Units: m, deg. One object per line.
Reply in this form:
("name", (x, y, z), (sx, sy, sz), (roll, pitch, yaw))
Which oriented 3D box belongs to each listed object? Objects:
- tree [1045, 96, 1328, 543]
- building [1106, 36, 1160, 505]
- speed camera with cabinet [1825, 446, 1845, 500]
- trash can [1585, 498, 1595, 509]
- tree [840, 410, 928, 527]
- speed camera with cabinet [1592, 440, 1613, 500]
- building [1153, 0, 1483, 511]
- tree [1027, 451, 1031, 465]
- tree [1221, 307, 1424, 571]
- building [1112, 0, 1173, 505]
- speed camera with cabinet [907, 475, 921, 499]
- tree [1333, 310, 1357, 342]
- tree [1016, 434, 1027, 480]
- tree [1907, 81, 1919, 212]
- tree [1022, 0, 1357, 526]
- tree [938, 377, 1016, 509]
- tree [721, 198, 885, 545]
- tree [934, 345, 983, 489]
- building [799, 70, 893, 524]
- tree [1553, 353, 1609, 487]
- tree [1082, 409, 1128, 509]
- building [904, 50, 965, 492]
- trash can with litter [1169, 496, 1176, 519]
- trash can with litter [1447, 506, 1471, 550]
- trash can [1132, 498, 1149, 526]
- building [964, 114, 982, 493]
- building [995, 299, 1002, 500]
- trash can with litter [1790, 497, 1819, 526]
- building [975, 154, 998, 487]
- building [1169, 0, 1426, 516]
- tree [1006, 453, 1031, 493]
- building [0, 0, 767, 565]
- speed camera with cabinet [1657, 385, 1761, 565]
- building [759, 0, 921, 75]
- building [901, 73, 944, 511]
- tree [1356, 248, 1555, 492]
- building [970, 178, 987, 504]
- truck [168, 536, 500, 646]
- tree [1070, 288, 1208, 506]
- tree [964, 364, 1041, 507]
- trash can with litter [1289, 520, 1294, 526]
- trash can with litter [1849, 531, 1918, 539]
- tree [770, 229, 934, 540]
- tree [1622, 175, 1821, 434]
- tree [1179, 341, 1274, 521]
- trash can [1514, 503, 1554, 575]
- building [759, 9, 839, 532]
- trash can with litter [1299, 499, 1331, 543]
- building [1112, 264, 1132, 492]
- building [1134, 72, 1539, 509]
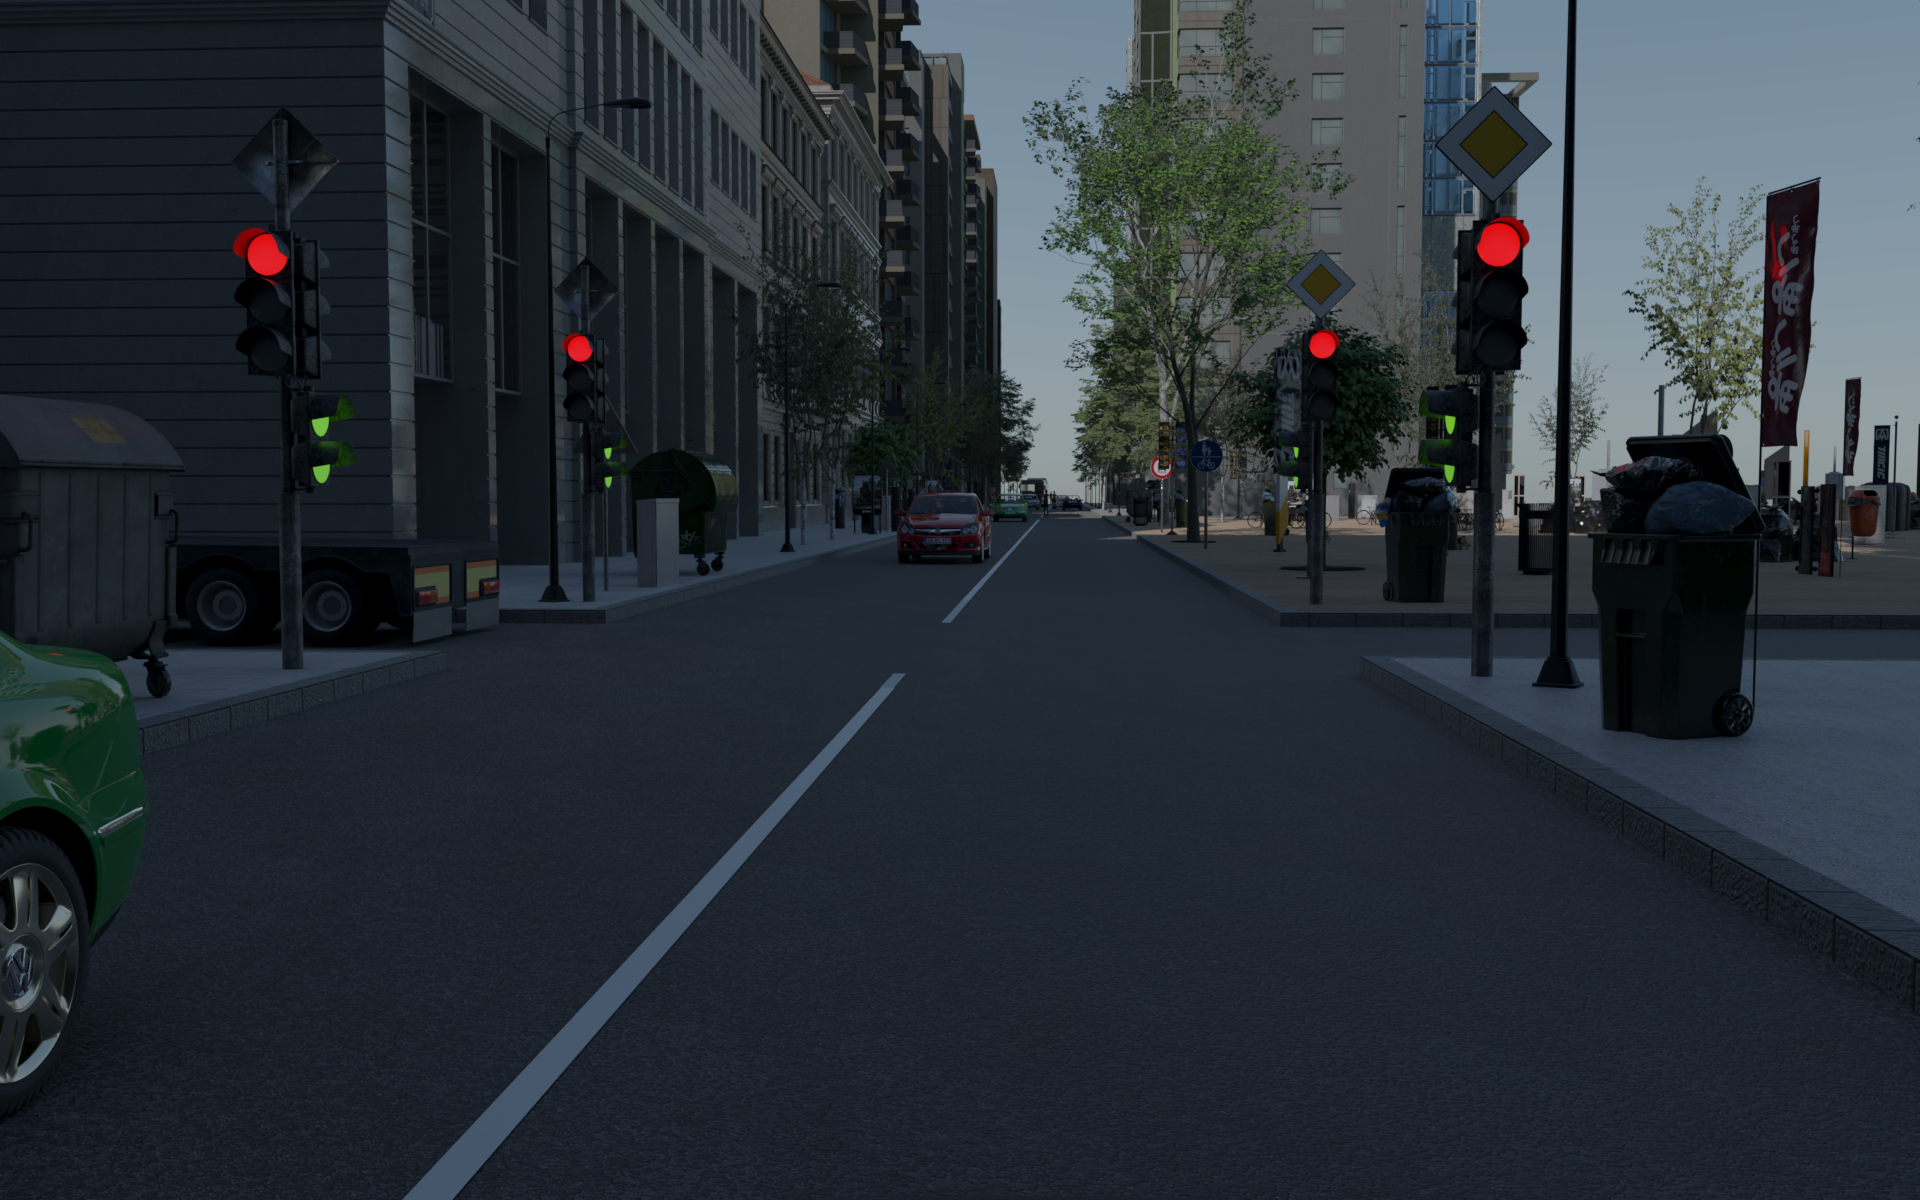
("tree", (6.079, -7.326, 45.534), (9.928, 11.665, 9.643), (0, 3, 0))
("building", (31.560, -56.498, 236.414), (22.319, 86.520, 31.000), (0, 4, 3))
("speed camera with cabinet", (36.865, -4.718, 71.468), (2.038, 3.252, 0.660), (3, 4, 37))
("trash can", (25.538, -3.603, 70.558), (0.748, 1.137, 0.748), (0, 3, 0))
("tree", (-2.969, -5.115, 67.340), (4.285, 4.588, 4.351), (0, 3, 0))
("speed camera with cabinet", (24.053, -4.261, 64.003), (0.660, 3.252, 2.038), (3, 5, 44))
("building", (25.699, -49.750, 126.081), (22.319, 86.520, 31.000), (0, 4, 3))
("tree", (6.294, -15.735, 207.633), (4.360, 8.622, 3.978), (0, 3, 0))
("tree", (6.249, -2.789, 29.320), (4.285, 4.588, 4.351), (0, 3, 0))
("building", (28.042, -46.391, 196.743), (20.563, 71.187, 20.611), (0, 4, 3))
("speed camera with cabinet", (-2.119, -5.813, 89.385), (0.660, 3.252, 2.038), (1, 4, 21))
("tree", (14.003, -6.433, 55.534), (4.360, 8.622, 3.978), (0, 3, 0))
("tree", (2.246, -11.493, 138.265), (4.360, 8.622, 3.978), (0, 3, 0))
("tree", (17.501, -4.763, 28.245), (4.737, 8.622, 4.395), (0, 3, 0))
("tree", (8.609, -12.948, 67.581), (12.611, 20.169, 13.585), (0, 3, 0))
("tree", (0.462, -9.746, 109.708), (4.360, 8.622, 3.978), (0, 3, 0))
("tree", (-3.905, -5.679, 43.210), (4.360, 8.622, 3.978), (0, 3, 0))
("tree", (-1.208, -8.222, 84.789), (4.737, 8.622, 4.395), (0, 3, 0))
("building", (-10.015, -15.133, 83.587), (11.583, 22.565, 21.152), (0, 4, 3))
("tree", (32.215, -8.614, 91.208), (4.360, 8.622, 3.978), (0, 3, 0))
("tree", (12.051, -11.921, 145.278), (4.360, 8.622, 3.978), (0, 3, 0))
("building", (-6.998, -28.915, 156.360), (14.154, 41.232, 14.086), (0, 4, 3))
("trash can with litter", (10.912, -4.860, 90.511), (1.678, 1.210, 2.233), (-2, 4, -29))
("trash can with litter", (11.294, -1.743, 39.882), (0.624, 1.170, 1.055), (3, 5, 44))
("trash can", (7.270, -3.546, 69.635), (0.748, 1.137, 0.748), (0, 3, 0))
("building", (-8.951, -33.155, 196.707), (22.147, 44.769, 28.867), (0, 4, 3))
("building", (-1.331, -29.094, 247.390), (14.160, 30.474, 14.107), (0, 4, 3))
("trash can with litter", (34.730, -3.673, 71.433), (1.055, 1.170, 0.624), (2, 4, 26))
("building", (-2.143, -35.613, 232.388), (14.600, 45.320, 14.200), (0, 4, 3))
("building", (19.819, -25.790, 105.269), (14.154, 41.232, 14.086), (0, 4, 3))
("tree", (7.986, -17.958, 243.971), (4.737, 8.622, 4.395), (0, 3, 0))
("building", (-12.263, -15.924, 37.850), (11.434, 29.767, 29.804), (0, 4, 3))
("speed camera with cabinet", (13.426, -2.274, 31.511), (2.038, 3.252, 0.660), (1, 4, 12))
("building", (-14.089, -27.876, 110.396), (22.147, 44.769, 28.867), (0, 4, 3))
("building", (-17.151, -27.283, 137.950), (32.217, 40.220, 23.993), (0, 4, 3))
("tree", (14.224, -6.076, 49.707), (4.360, 8.622, 3.978), (0, 3, 0))
("building", (-3.967, -32.715, 218.480), (14.154, 41.232, 14.086), (0, 4, 3))
("truck", (-14.320, -1.713, 17.775), (18.799, 4.110, 2.967), (0, 4, 4))
("tree", (9.995, -10.869, 95.834), (7.486, 12.596, 7.792), (0, 3, 0))
("tree", (2.879, -16.159, 170.857), (9.857, 13.997, 8.962), (0, 3, 0))
("trash can with litter", (13.136, -3.593, 70.125), (0.624, 1.170, 1.055), (-2, 4, -31))
("trash can with litter", (26.972, -2.428, 50.748), (1.678, 1.210, 2.233), (1, 4, 17))
("tree", (-3.577, -6.027, 48.903), (4.737, 8.622, 4.395), (0, 3, 0))
("tree", (17.819, -5.542, 40.966), (4.737, 8.622, 4.395), (0, 3, 0))
("tree", (12.287, -7.981, 80.855), (4.360, 8.622, 3.978), (0, 3, 0))
("trash can", (9.197, -0.972, 27.541), (0.748, 1.137, 0.748), (0, 3, 0))
("building", (-10.909, -12.165, 63.530), (10.561, 19.102, 19.286), (0, 4, 3))
("trash can with litter", (9.360, -2.089, 45.543), (0.624, 1.170, 1.055), (2, 4, 30))
("building", (26.036, -27.168, 215.899), (14.160, 30.474, 14.107), (0, 4, 3))
("building", (32.027, -28.302, 154.615), (32.217, 40.220, 23.993), (0, 4, 3))
